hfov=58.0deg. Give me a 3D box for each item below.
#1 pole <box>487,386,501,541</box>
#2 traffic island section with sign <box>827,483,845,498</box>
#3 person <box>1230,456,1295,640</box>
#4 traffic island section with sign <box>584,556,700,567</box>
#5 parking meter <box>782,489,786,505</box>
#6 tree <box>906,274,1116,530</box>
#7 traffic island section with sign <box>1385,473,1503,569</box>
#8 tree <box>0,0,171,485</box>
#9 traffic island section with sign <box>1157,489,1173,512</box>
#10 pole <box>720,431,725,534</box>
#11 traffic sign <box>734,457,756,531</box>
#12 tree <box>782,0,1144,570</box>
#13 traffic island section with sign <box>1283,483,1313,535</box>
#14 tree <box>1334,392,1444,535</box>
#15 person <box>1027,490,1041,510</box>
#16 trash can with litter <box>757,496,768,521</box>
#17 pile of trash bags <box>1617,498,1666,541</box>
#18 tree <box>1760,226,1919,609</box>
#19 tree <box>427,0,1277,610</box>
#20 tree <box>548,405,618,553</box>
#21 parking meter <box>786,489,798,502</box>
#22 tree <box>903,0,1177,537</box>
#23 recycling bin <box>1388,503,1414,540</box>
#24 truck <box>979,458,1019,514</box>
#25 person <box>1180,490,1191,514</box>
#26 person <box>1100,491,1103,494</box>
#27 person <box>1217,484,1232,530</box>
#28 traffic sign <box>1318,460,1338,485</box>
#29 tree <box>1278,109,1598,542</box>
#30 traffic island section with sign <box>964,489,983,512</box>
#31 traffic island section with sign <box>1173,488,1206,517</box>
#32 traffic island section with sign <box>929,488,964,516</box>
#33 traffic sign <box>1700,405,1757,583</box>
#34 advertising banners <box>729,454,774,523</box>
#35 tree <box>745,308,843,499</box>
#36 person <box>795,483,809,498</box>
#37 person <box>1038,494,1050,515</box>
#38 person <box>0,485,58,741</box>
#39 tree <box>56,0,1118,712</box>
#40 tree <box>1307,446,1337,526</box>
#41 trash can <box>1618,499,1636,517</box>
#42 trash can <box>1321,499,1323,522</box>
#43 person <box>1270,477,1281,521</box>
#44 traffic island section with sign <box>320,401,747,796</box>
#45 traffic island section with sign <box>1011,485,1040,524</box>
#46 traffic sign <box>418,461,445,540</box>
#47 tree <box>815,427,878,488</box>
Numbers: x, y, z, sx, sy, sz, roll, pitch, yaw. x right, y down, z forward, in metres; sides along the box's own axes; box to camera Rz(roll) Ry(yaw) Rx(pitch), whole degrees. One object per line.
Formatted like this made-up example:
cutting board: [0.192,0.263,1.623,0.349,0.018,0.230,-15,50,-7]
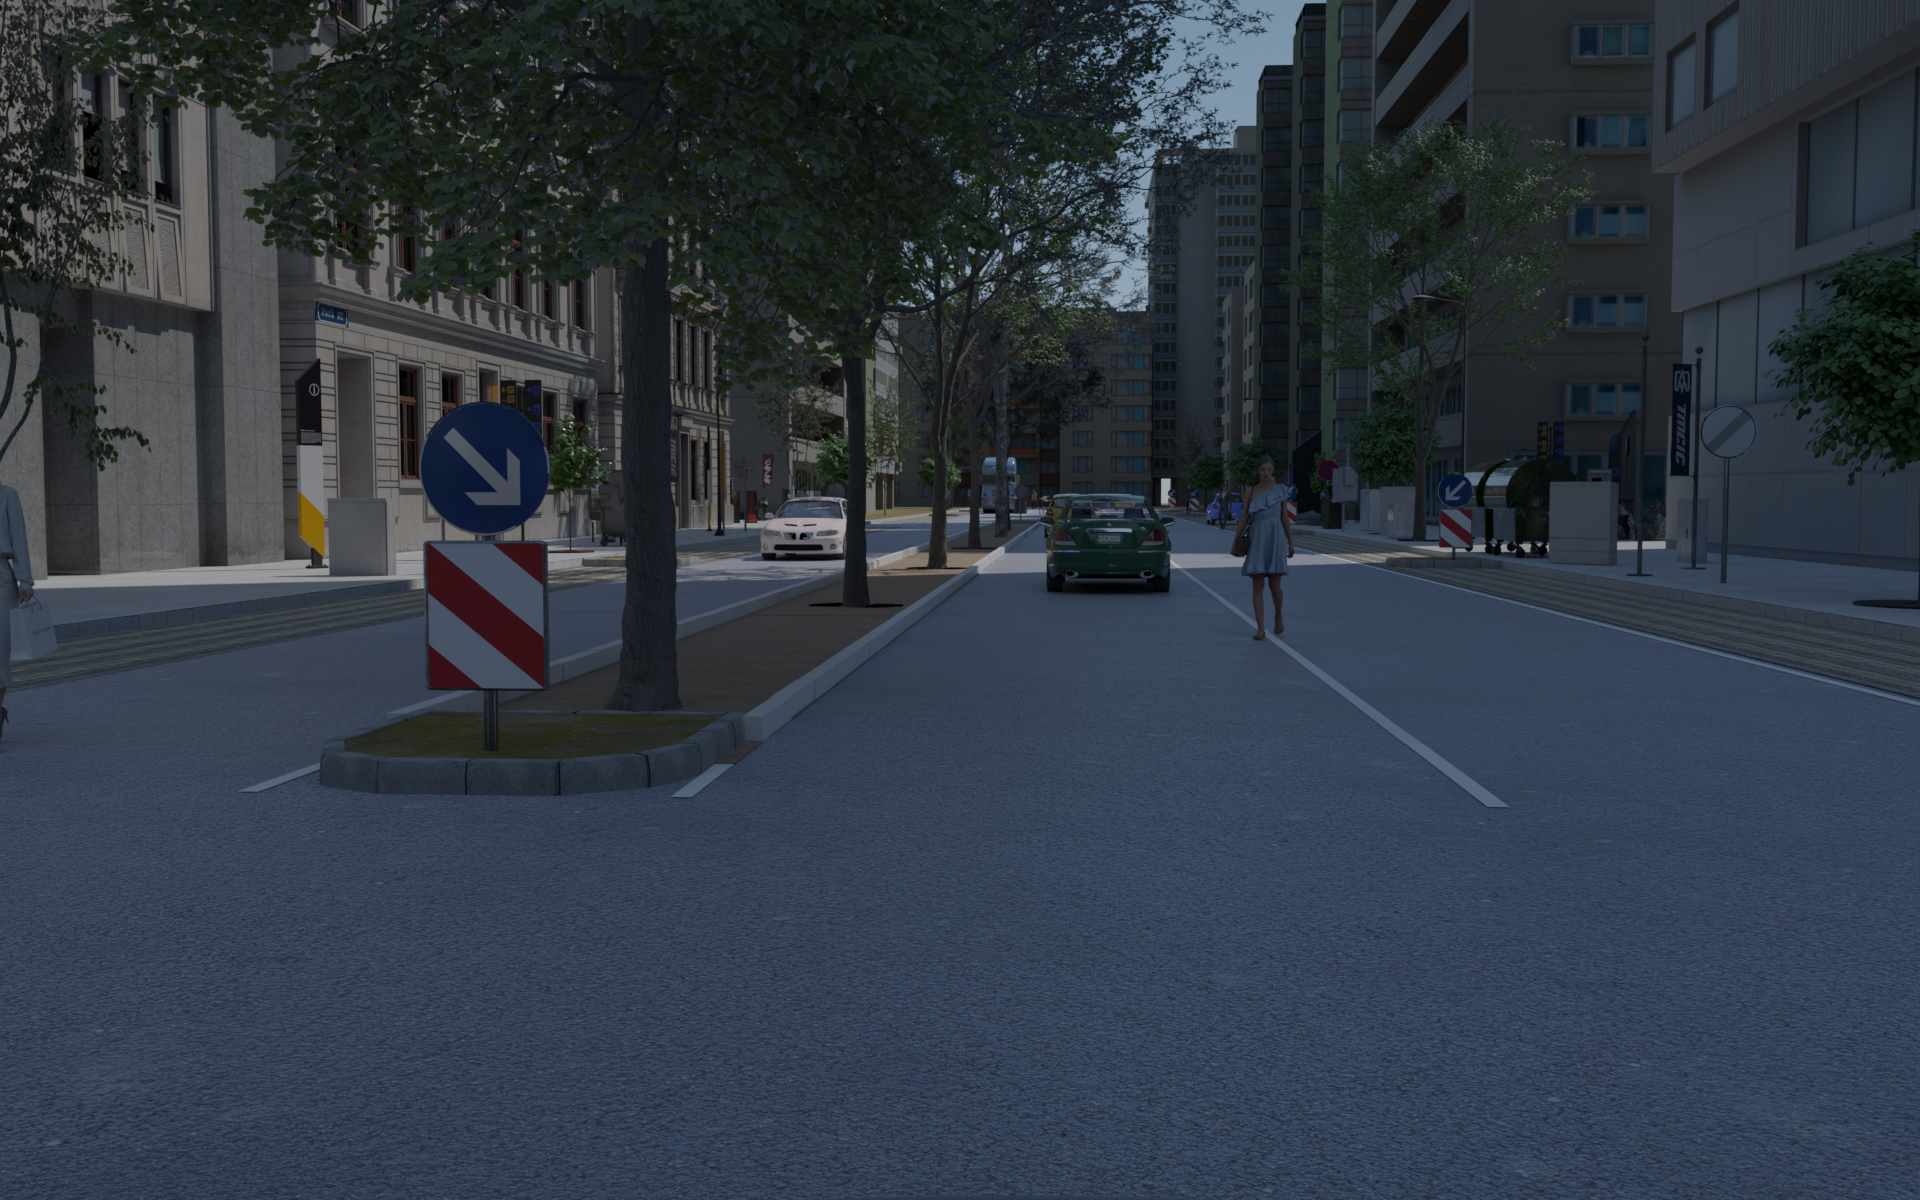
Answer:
pole: [-8.823,-2.383,32.800,0.158,3.312,0.155,0,3,0]
traffic island section with sign: [-4.427,-3.247,61.719,1.989,1.847,2.006,0,4,4]
person: [3.019,-0.530,17.258,0.616,1.811,0.778,1,4,22]
traffic island section with sign: [-6.309,-1.596,34.718,1.989,1.847,2.006,0,4,4]
parking meter: [-8.210,-4.483,81.701,0.372,1.533,0.369,0,3,0]
tree: [1.918,-8.015,67.914,8.767,10.594,7.601,0,4,4]
traffic island section with sign: [9.457,-1.554,34.037,1.989,1.847,2.006,0,4,4]
tree: [-10.468,-4.171,18.553,4.360,8.622,3.978,0,3,0]
traffic island section with sign: [16.649,-7.871,137.319,1.989,1.847,2.006,0,4,4]
pole: [-7.706,-3.801,55.992,0.158,3.312,0.155,0,3,0]
traffic sign: [-7.371,-3.629,59.433,0.768,2.556,0.104,0,4,8]
tree: [-0.321,-6.373,32.405,9.928,11.665,9.643,0,3,0]
traffic island section with sign: [11.322,-3.199,60.928,1.989,1.847,2.006,0,4,4]
tree: [13.684,-4.376,55.269,4.285,4.588,4.351,0,3,0]
person: [6.789,-9.195,158.926,1.348,1.812,0.705,0,4,-1]
trash can with litter: [-9.648,-4.344,82.415,1.055,1.170,0.624,0,4,-1]
pile of trash bags: [18.413,-2.386,48.766,1.912,1.369,3.447,-3,5,-41]
tree: [11.037,-2.207,19.796,4.285,4.588,4.351,0,3,0]
tree: [-1.292,-6.637,21.340,12.009,13.543,11.850,0,3,0]
tree: [-8.558,-2.639,37.752,1.663,3.219,1.824,0,3,0]
parking meter: [-7.569,-4.323,79.098,0.372,1.533,0.369,0,3,0]
tree: [0.209,-12.182,57.529,12.611,20.169,13.585,0,3,0]
recycling bin: [12.590,-2.241,49.199,0.722,1.027,0.722,0,4,0]
truck: [3.303,-8.807,133.756,2.967,4.110,18.799,0,4,3]
person: [15.346,-6.565,116.560,1.217,1.735,0.721,-2,4,-27]
person: [12.623,-8.966,155.915,0.721,1.723,1.217,-1,4,-22]
person: [10.624,-3.737,69.567,0.622,1.834,0.822,1,4,19]
traffic sign: [13.913,-4.002,65.534,0.768,2.556,0.104,0,4,6]
tree: [12.640,-7.395,46.671,9.928,11.665,9.643,0,3,0]
traffic island section with sign: [0.960,-7.975,139.019,1.989,1.847,2.006,0,4,4]
traffic island section with sign: [14.773,-6.226,110.429,1.989,1.847,2.006,0,4,4]
traffic island section with sign: [-0.957,-6.296,111.562,1.989,1.847,2.006,0,4,4]
traffic sign: [10.989,-1.513,24.851,0.768,2.556,0.104,1,4,10]
advertising banners: [-9.198,-4.898,76.266,2.074,3.025,0.090,0,4,2]
tree: [-6.562,-7.186,67.854,4.360,8.622,3.978,0,3,0]
person: [-5.271,-3.011,58.006,0.850,1.792,0.678,3,4,38]
person: [5.839,-6.637,120.198,0.799,1.438,0.628,-2,4,-33]
person: [-5.443,-0.054,9.734,0.694,1.780,0.624,0,4,5]
tree: [-2.151,-5.565,11.576,7.486,12.596,7.792,0,3,0]
tree: [14.592,-4.605,69.897,1.663,3.219,1.824,0,3,0]
trash can: [19.384,-2.388,50.701,0.748,1.137,0.748,0,3,0]
trash can: [16.427,-4.081,78.370,0.748,1.137,0.748,0,3,0]
person: [7.135,-1.907,39.704,0.581,1.822,0.654,2,4,24]
traffic island section with sign: [-2.293,-0.064,9.178,2.006,1.907,1.989,0,4,4]
traffic island section with sign: [2.920,-4.648,84.136,2.006,1.907,1.989,0,4,4]
traffic sign: [-8.869,-1.815,29.686,0.884,2.594,0.081,1,4,9]
tree: [-5.612,-6.176,84.685,4.285,4.588,4.351,0,3,0]
